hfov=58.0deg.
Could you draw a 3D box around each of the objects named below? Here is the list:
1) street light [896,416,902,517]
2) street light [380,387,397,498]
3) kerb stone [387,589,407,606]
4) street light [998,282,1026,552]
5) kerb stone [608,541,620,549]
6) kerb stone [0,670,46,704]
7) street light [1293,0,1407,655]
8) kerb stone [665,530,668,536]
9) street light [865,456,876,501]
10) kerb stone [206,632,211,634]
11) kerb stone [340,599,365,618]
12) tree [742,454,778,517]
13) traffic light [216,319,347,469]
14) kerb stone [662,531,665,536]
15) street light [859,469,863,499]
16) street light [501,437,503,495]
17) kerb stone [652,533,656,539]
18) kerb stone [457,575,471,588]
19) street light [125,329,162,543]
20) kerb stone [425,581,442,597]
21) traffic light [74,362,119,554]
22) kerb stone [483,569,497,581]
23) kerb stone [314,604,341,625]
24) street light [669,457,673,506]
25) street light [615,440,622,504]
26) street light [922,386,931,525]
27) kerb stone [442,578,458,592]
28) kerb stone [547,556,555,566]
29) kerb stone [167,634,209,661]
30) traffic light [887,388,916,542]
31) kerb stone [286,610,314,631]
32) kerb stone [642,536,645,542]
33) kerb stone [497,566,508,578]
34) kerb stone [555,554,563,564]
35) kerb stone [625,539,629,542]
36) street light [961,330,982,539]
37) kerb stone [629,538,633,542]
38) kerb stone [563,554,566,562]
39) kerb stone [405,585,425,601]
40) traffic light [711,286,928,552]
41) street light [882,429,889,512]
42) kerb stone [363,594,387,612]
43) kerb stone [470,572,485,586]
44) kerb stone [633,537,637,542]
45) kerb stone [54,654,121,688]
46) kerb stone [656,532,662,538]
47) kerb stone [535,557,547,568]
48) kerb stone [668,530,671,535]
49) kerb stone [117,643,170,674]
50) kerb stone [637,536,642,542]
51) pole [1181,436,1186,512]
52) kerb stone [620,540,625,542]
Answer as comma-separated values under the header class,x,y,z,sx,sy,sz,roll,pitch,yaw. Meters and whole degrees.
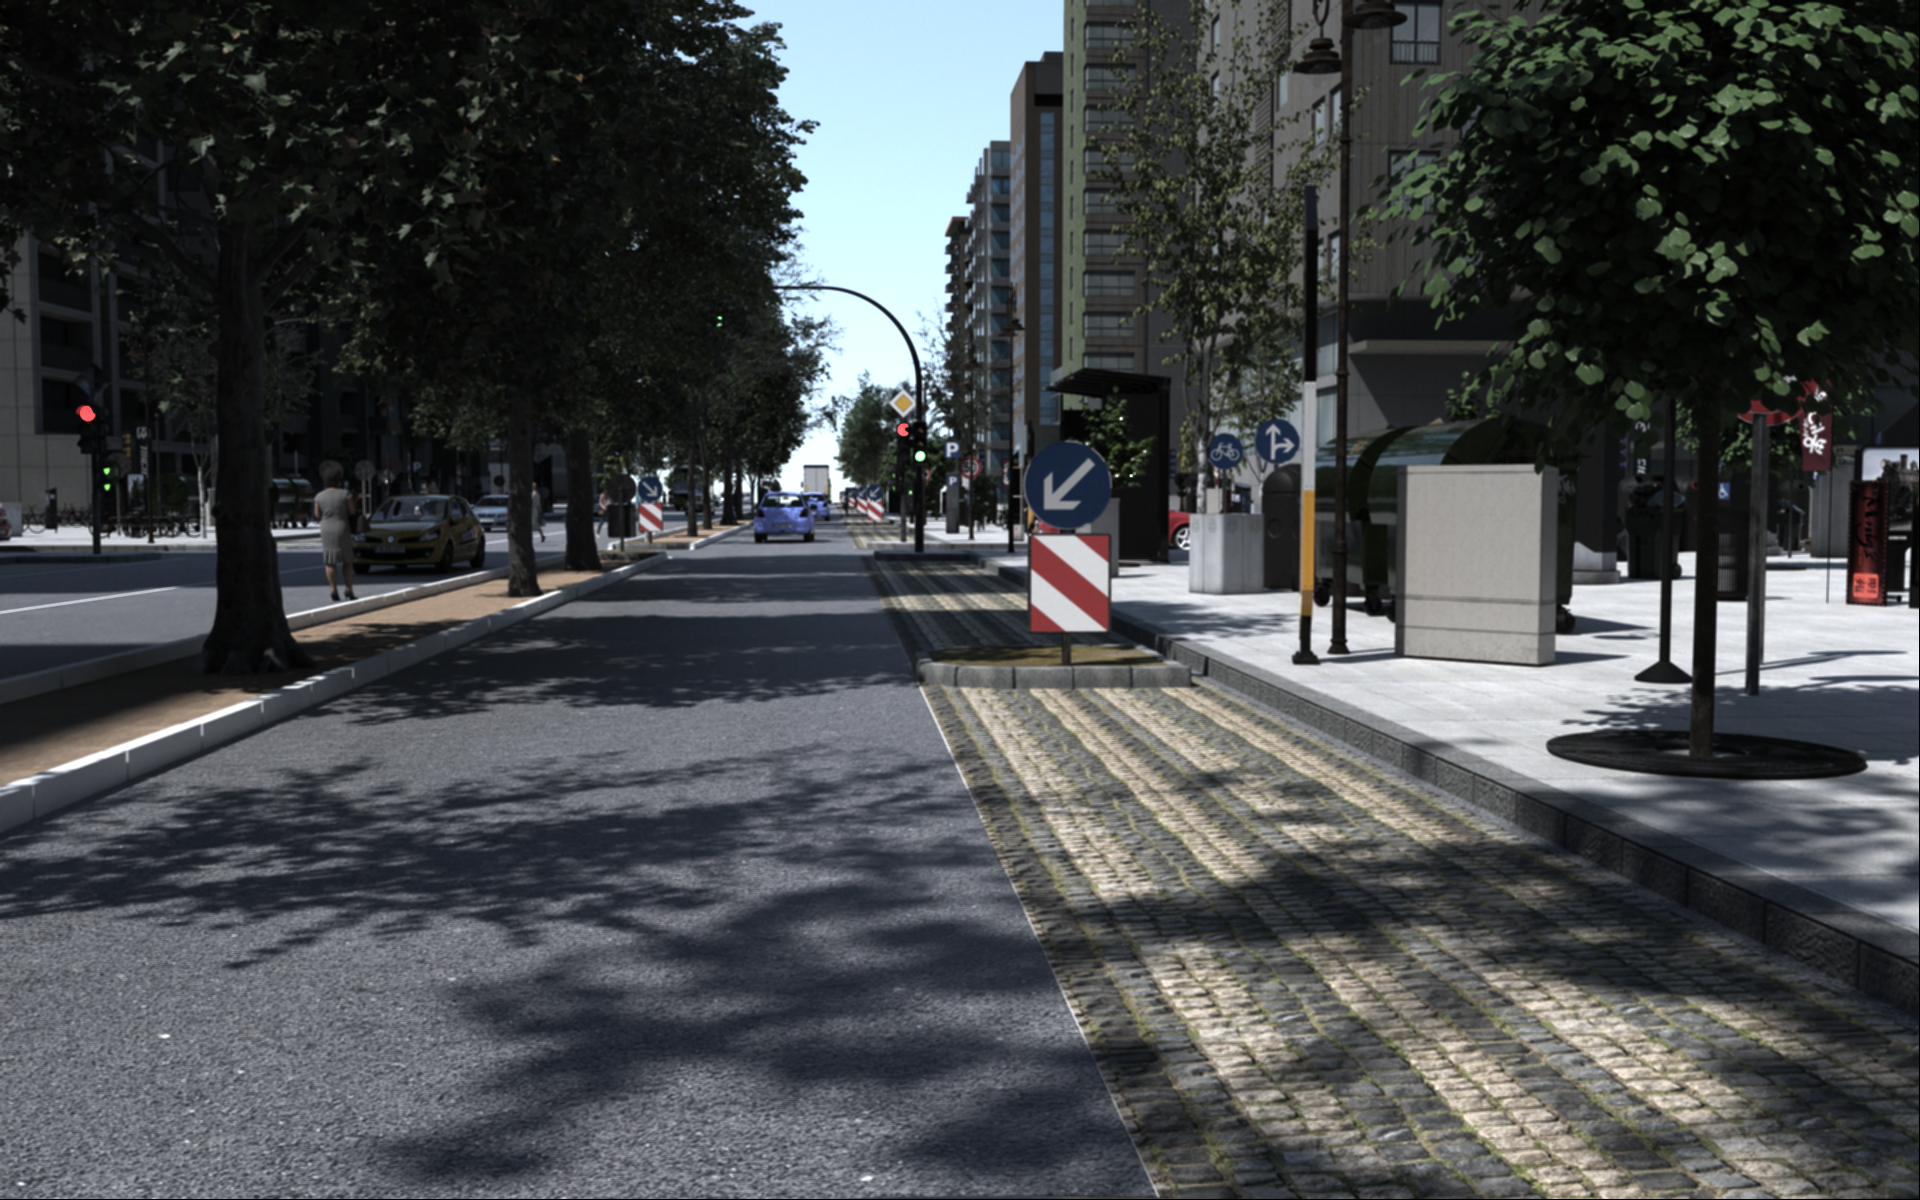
class,x,y,z,sx,sy,sz,roll,pitch,yaw
street light,-3.311,-7.602,97.074,0.468,5.910,1.993,0,4,-4
street light,-22.713,-5.873,68.816,0.468,5.910,1.993,0,4,-4
kerb stone,-7.359,-0.001,22.360,0.120,0.150,1.000,0,4,-4
street light,1.125,-3.984,37.933,0.468,5.910,1.993,0,4,-4
kerb stone,-9.084,-1.415,45.327,0.120,0.150,1.000,0,4,-4
kerb stone,-6.590,0.618,12.138,0.120,0.150,1.000,0,4,-4
street light,3.043,-2.505,13.741,0.468,5.910,1.993,0,4,-4
kerb stone,-10.081,-2.227,58.607,0.120,0.150,1.000,0,4,-4
street light,-8.935,-12.217,172.538,0.468,5.910,1.993,0,4,-4
kerb stone,-6.900,0.365,16.222,0.120,0.150,1.000,0,4,-4
kerb stone,-7.204,0.115,20.312,0.120,0.150,1.000,0,4,-4
tree,-12.829,-9.423,106.887,4.360,8.622,3.978,0,3,0
traffic light,-16.906,-4.300,44.975,4.771,5.953,1.251,0,4,-4
kerb stone,-10.002,-2.162,57.583,0.120,0.150,1.000,0,4,-4
street light,-11.657,-14.359,207.556,0.468,5.910,1.993,0,4,-4
street light,-24.702,-7.373,93.343,0.468,5.910,1.993,0,4,-4
kerb stone,-9.774,-1.974,54.520,0.120,0.150,1.000,0,4,-4
kerb stone,-7.668,-0.259,26.443,0.120,0.150,1.000,0,4,-4
street light,-21.112,-4.419,45.031,0.468,5.910,1.993,0,4,-4
kerb stone,-7.510,-0.133,24.403,0.120,0.150,1.000,0,4,-4
traffic light,-18.387,-2.930,36.822,0.839,4.253,0.868,0,4,-4
kerb stone,-7.821,-0.385,28.484,0.120,0.150,1.000,0,4,-4
kerb stone,-7.123,0.178,19.289,0.120,0.150,1.000,0,4,-4
street light,-32.262,-13.474,193.094,0.468,5.910,1.993,0,4,-4
street light,-28.533,-10.532,144.991,0.468,5.910,1.993,0,4,-4
street light,-1.472,-6.119,72.839,0.468,5.910,1.993,0,4,-4
kerb stone,-7.582,-0.197,25.422,0.120,0.150,1.000,0,4,-4
kerb stone,-8.279,-0.759,34.608,0.120,0.150,1.000,0,4,-4
kerb stone,-6.829,0.432,15.202,0.120,0.150,1.000,0,4,-4
traffic light,-1.524,-3.498,46.107,0.839,4.253,0.868,0,4,-4
kerb stone,-7.049,0.240,18.269,0.120,0.150,1.000,0,4,-4
kerb stone,-9.537,-1.788,51.459,0.120,0.150,1.000,0,4,-4
kerb stone,-7.898,-0.446,29.504,0.120,0.150,1.000,0,4,-4
kerb stone,-8.352,-0.820,35.628,0.120,0.150,1.000,0,4,-4
kerb stone,-9.231,-1.539,47.366,0.120,0.150,1.000,0,4,-4
street light,0.326,-4.654,48.886,0.468,5.910,1.993,0,4,-4
kerb stone,-9.319,-1.602,48.387,0.120,0.150,1.000,0,4,-4
kerb stone,-8.433,-0.883,36.654,0.120,0.150,1.000,0,4,-4
kerb stone,-7.432,-0.072,23.383,0.120,0.150,1.000,0,4,-4
traffic light,-3.006,-3.864,37.847,4.771,5.953,1.251,0,4,-4
street light,-5.376,-9.280,124.515,0.468,5.910,1.993,0,4,-4
kerb stone,-7.281,0.053,21.332,0.120,0.150,1.000,0,4,-4
kerb stone,-7.736,-0.322,27.465,0.120,0.150,1.000,0,4,-4
kerb stone,-9.393,-1.658,49.418,0.120,0.150,1.000,0,4,-4
kerb stone,-6.662,0.552,13.164,0.120,0.150,1.000,0,4,-4
kerb stone,-9.935,-2.102,56.562,0.120,0.150,1.000,0,4,-4
kerb stone,-8.193,-0.697,33.587,0.120,0.150,1.000,0,4,-4
kerb stone,-10.156,-2.289,59.626,0.120,0.150,1.000,0,4,-4
kerb stone,-6.742,0.490,14.183,0.120,0.150,1.000,0,4,-4
kerb stone,-9.464,-1.725,50.437,0.120,0.150,1.000,0,4,-4
pole,7.529,-3.945,58.337,0.158,3.312,0.155,0,3,0
kerb stone,-9.158,-1.477,46.347,0.120,0.150,1.000,0,4,-4
